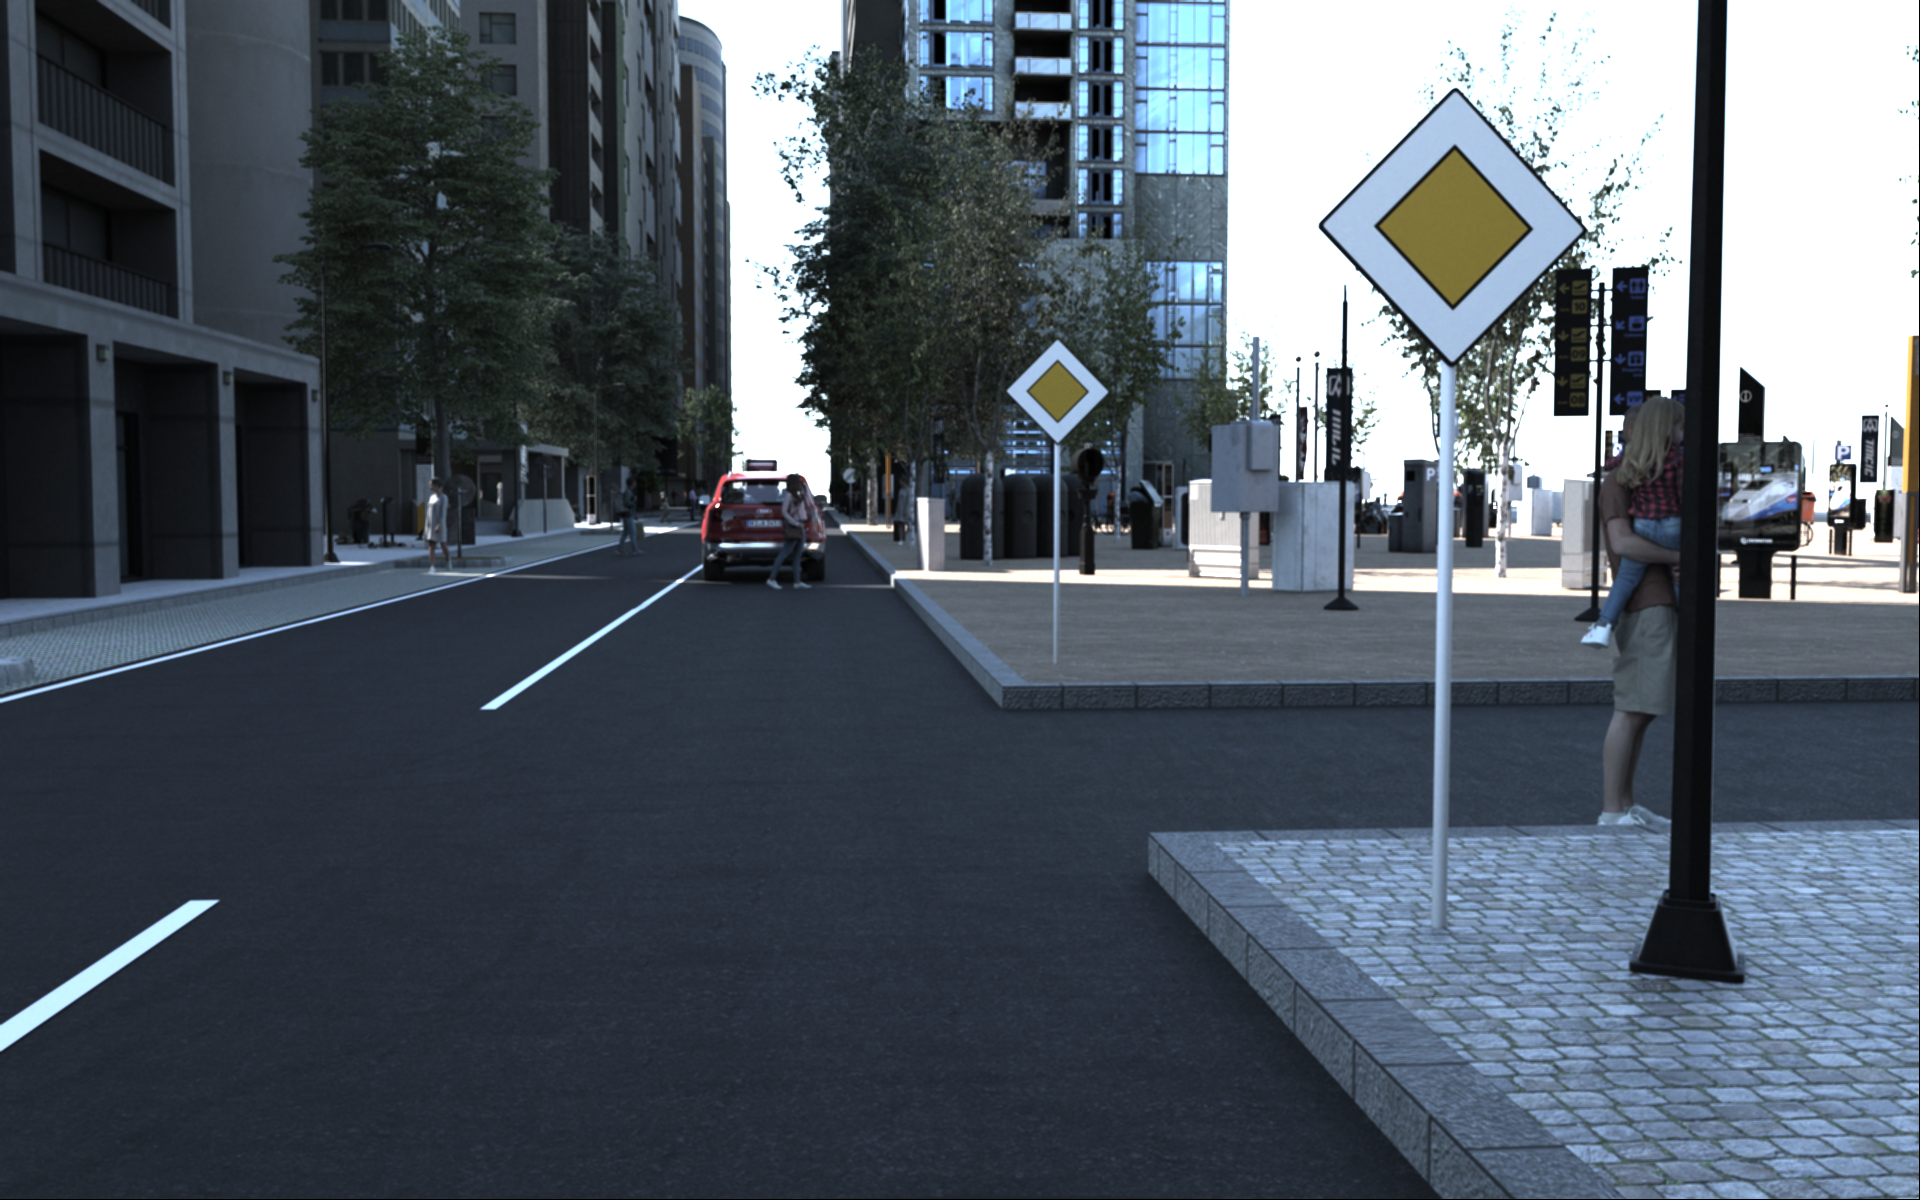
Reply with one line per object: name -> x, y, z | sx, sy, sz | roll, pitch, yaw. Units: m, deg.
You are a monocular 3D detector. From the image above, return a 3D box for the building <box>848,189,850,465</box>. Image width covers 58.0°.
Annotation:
building -> -3.019, -23.491, 155.782 | 14.160, 30.474, 14.107 | 0, 4, -5

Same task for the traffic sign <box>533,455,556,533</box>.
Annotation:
traffic sign -> -13.566, -3.454, 56.578 | 0.768, 2.556, 0.104 | 0, 4, -1

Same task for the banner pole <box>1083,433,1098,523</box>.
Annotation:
banner pole -> 5.405, -4.949, 70.936 | 0.863, 3.779, 0.401 | -1, 4, -19

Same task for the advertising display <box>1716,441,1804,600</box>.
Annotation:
advertising display -> 9.736, -0.975, 21.152 | 0.974, 1.923, 0.123 | 2, 4, 34

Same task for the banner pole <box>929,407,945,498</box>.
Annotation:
banner pole -> -0.699, -3.626, 49.306 | 0.401, 3.779, 0.863 | -3, 5, -41

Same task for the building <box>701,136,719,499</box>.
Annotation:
building -> -34.267, -31.087, 191.860 | 14.154, 41.232, 14.086 | 0, 4, -5

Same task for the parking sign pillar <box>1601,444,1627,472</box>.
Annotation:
parking sign pillar -> 28.998, -5.377, 76.388 | 1.447, 3.967, 1.447 | 0, 4, 2

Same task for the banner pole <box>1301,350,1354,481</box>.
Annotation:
banner pole -> 6.445, -2.460, 30.245 | 0.863, 3.779, 0.401 | 0, 4, 4

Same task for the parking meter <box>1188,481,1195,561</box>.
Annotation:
parking meter -> 4.546, -1.512, 33.140 | 0.372, 1.533, 0.369 | 0, 3, 0

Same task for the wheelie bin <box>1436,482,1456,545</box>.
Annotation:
wheelie bin -> 12.023, -2.194, 43.780 | 0.980, 1.594, 0.693 | 1, 4, 10

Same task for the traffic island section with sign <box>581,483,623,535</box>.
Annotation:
traffic island section with sign -> -12.298, -3.216, 61.214 | 1.989, 1.847, 2.006 | 0, 4, -5

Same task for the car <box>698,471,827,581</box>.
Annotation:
car -> -3.424, -1.315, 30.167 | 2.281, 1.827, 5.304 | 0, 4, -7

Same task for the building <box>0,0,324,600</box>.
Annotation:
building -> -21.320, -35.819, 23.897 | 20.563, 71.187, 20.611 | 0, 4, -5

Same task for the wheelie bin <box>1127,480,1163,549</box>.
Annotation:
wheelie bin -> 4.300, -1.989, 40.427 | 0.693, 1.594, 0.980 | 2, 4, 26

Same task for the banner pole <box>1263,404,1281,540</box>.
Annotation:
banner pole -> 8.585, -3.539, 47.872 | 0.401, 3.779, 0.863 | -2, 4, -34

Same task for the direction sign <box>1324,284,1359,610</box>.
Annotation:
direction sign -> 4.241, -1.662, 19.165 | 0.379, 3.537, 0.876 | 1, 4, 13

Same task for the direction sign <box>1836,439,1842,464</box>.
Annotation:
direction sign -> 36.489, -4.893, 71.992 | 0.379, 3.537, 0.876 | 3, 4, 38

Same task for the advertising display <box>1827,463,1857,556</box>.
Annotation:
advertising display -> 18.508, -1.905, 36.358 | 0.123, 1.923, 0.974 | 0, 4, 1

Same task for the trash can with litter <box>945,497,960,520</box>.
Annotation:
trash can with litter -> -0.360, -4.532, 85.483 | 1.055, 1.170, 0.624 | 0, 4, 4

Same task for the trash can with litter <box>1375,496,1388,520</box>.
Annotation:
trash can with litter -> 20.862, -4.550, 85.452 | 1.678, 1.210, 2.233 | 2, 4, 34

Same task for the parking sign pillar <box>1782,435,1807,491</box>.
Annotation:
parking sign pillar -> 37.965, -5.528, 78.863 | 1.447, 3.967, 1.447 | -2, 4, -32

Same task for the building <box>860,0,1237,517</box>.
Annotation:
building -> 5.152, -48.783, 110.272 | 22.319, 86.520, 31.000 | 0, 4, -5

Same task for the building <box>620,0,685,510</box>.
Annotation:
building -> -36.847, -33.675, 139.824 | 28.713, 52.752, 27.495 | 0, 4, -5

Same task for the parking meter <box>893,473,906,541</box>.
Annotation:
parking meter -> -1.645, -2.534, 47.145 | 0.255, 1.863, 0.399 | 1, 4, 13

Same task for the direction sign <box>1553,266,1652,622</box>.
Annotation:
direction sign -> 6.422, -1.555, 17.425 | 0.876, 3.537, 0.379 | 1, 4, 18

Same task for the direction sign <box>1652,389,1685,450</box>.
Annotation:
direction sign -> 15.213, -2.778, 37.418 | 0.876, 3.537, 0.379 | 1, 4, 11

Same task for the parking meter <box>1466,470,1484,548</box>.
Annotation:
parking meter -> 12.389, -2.199, 41.672 | 0.255, 1.863, 0.399 | -1, 4, -18

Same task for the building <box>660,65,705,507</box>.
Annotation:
building -> -33.717, -32.260, 177.564 | 14.600, 45.320, 14.200 | 0, 4, -5

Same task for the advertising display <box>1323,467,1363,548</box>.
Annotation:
advertising display -> 9.115, -2.204, 41.247 | 0.974, 1.923, 0.123 | 3, 4, 38

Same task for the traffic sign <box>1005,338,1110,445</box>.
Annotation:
traffic sign -> 0.749, -0.661, 12.997 | 0.795, 2.593, 0.064 | 0, 4, -5

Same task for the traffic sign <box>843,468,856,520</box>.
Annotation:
traffic sign -> -5.309, -5.132, 84.020 | 0.768, 2.556, 0.104 | 0, 4, -2

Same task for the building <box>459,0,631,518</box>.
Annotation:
building -> -25.700, -19.656, 93.083 | 14.160, 30.474, 14.107 | 0, 4, -5

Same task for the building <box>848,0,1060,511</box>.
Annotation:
building -> 2.052, -31.442, 137.783 | 21.300, 48.544, 21.600 | 0, 4, -5

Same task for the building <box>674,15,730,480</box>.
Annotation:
building -> -39.590, -41.000, 212.348 | 21.231, 58.520, 28.212 | 0, 4, -5

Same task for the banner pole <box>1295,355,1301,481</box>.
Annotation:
banner pole -> 6.149, -2.544, 31.607 | 0.401, 3.779, 0.863 | 1, 4, 10

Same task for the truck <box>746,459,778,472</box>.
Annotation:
truck -> -16.152, -9.332, 141.485 | 2.839, 4.237, 11.283 | 0, 4, -5

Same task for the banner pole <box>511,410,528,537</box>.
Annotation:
banner pole -> -13.148, -3.784, 51.881 | 0.401, 3.779, 0.863 | 1, 4, 18

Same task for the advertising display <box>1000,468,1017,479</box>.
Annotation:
advertising display -> 1.212, -2.327, 43.260 | 0.123, 1.923, 0.974 | 1, 4, 20

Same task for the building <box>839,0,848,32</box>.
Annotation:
building -> -2.661, -39.689, 190.909 | 21.231, 58.520, 28.212 | 0, 4, -5

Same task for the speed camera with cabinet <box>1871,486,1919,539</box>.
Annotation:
speed camera with cabinet -> 27.041, -3.383, 49.652 | 0.660, 3.252, 2.038 | 0, 4, -6

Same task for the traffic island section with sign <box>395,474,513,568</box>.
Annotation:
traffic island section with sign -> -9.953, -1.569, 34.276 | 1.989, 1.847, 2.006 | 0, 4, -5

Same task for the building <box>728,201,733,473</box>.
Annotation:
building -> -38.149, -33.676, 234.189 | 14.154, 41.232, 14.086 | 0, 4, -5

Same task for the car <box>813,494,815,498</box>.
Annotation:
car -> -19.095, -12.905, 220.581 | 1.945, 1.707, 3.694 | 0, 4, -6

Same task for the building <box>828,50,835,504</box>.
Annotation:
building -> -7.077, -42.259, 232.926 | 21.231, 58.520, 28.212 | 0, 4, -5

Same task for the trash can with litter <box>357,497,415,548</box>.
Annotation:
trash can with litter -> -14.021, -1.877, 41.743 | 1.678, 1.210, 2.233 | 0, 4, 2

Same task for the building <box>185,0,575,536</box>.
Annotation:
building -> -30.462, -22.391, 57.981 | 32.217, 40.220, 23.993 | 0, 4, -5

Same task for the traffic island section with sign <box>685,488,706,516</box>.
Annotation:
traffic island section with sign -> -16.689, -6.310, 111.799 | 1.989, 1.847, 2.006 | 0, 4, -5

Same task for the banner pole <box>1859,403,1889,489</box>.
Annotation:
banner pole -> 25.371, -3.547, 48.007 | 0.863, 3.779, 0.401 | 1, 4, 17

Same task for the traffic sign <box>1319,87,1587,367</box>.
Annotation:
traffic sign -> 1.441, -0.174, 5.042 | 0.795, 2.593, 0.064 | 0, 4, -5

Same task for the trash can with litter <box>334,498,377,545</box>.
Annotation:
trash can with litter -> -15.458, -2.009, 44.236 | 0.624, 1.170, 1.055 | 1, 4, 21
